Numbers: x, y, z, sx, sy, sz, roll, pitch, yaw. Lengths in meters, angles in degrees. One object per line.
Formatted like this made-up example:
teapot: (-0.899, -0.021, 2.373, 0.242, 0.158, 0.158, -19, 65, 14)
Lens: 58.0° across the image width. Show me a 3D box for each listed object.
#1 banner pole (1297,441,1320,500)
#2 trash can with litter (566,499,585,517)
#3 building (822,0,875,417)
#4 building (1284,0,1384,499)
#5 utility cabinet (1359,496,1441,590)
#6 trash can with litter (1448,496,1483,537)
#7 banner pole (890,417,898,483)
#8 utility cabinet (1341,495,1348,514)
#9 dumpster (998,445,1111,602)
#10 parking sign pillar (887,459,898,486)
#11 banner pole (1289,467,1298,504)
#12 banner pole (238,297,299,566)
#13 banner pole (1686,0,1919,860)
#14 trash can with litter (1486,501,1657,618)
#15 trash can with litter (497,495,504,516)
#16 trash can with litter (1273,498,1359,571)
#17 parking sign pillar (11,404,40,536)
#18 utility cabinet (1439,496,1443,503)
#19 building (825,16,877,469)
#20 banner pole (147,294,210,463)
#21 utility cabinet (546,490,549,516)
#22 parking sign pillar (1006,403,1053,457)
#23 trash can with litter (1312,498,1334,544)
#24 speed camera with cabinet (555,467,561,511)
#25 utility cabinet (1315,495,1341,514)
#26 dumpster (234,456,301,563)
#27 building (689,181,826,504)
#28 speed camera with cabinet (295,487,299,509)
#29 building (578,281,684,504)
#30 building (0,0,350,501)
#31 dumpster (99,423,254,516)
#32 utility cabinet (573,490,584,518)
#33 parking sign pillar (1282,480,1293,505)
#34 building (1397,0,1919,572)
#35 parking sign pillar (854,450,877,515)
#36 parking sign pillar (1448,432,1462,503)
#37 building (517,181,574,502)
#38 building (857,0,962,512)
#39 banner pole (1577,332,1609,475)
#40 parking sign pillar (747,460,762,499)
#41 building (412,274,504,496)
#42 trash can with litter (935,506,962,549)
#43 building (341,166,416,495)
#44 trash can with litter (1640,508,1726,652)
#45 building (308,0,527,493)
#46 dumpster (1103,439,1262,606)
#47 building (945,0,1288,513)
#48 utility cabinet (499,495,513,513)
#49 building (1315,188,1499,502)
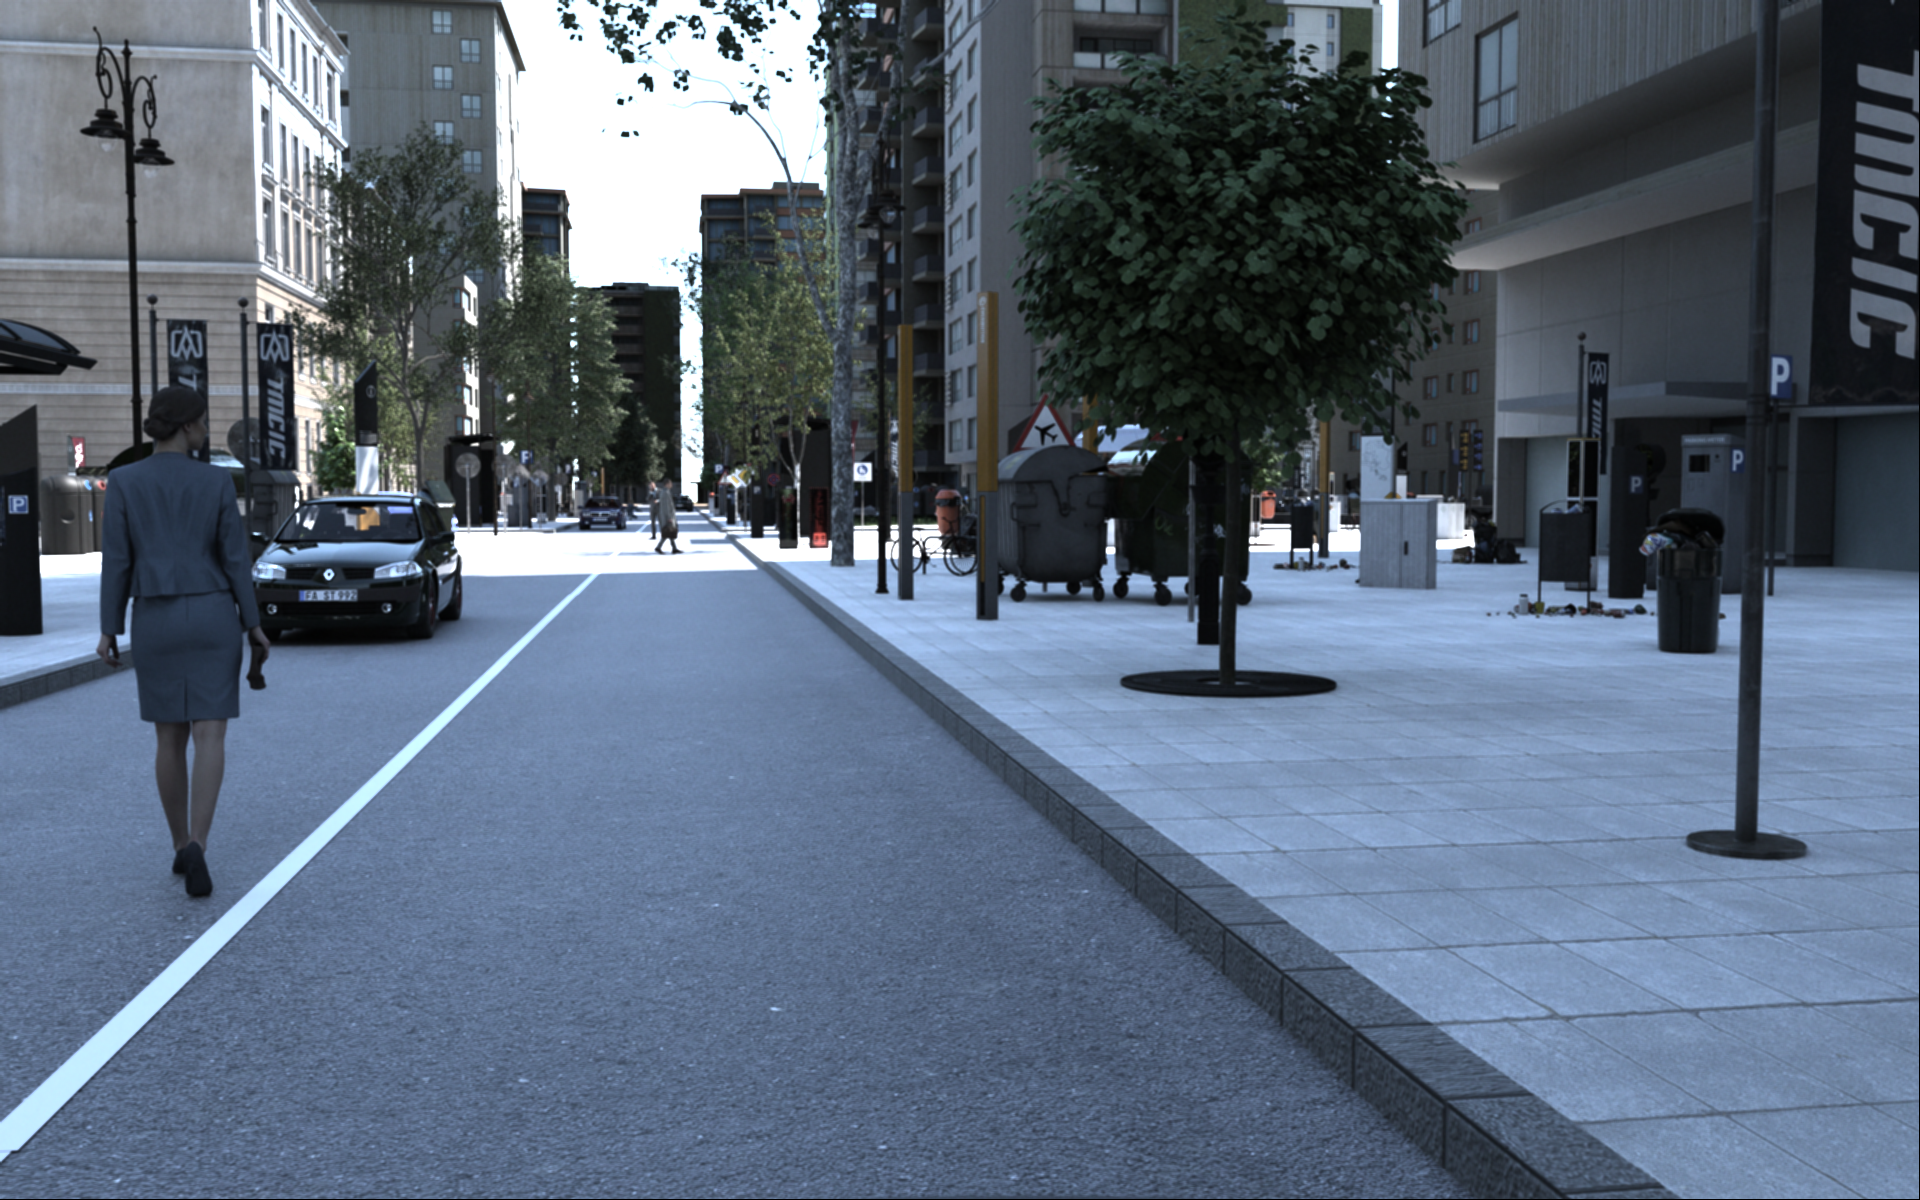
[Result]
banner pole: (16.509, -5.607, 81.689, 0.863, 3.779, 0.401, -2, 4, -33)
trash can with litter: (-21.643, -5.262, 97.424, 0.624, 1.170, 1.055, 2, 4, 25)
building: (-6.242, -53.623, 189.401, 22.319, 86.520, 31.000, -1, 4, -9)
building: (32.193, -40.360, 201.884, 28.212, 58.520, 21.231, -1, 4, -9)
utility cabinet: (5.975, -0.764, 23.646, 1.020, 1.237, 0.306, 3, 5, 41)
trash can with litter: (14.653, -2.498, 51.898, 1.678, 1.210, 2.233, 1, 4, 12)
banner pole: (-1.725, -3.616, 49.143, 0.863, 3.779, 0.401, 3, 4, 37)
utility cabinet: (22.523, -5.537, 101.687, 1.020, 1.237, 0.306, 2, 4, 29)
dumpster: (1.085, -0.949, 21.279, 1.264, 1.857, 1.865, -1, 4, -9)
parking sign pillar: (-3.467, -6.559, 95.704, 1.447, 3.967, 1.447, 1, 4, 15)
banner pole: (20.354, -7.066, 105.545, 0.863, 3.779, 0.401, 0, 4, 6)
banner pole: (-8.948, -1.974, 22.297, 0.863, 3.779, 0.401, -3, 5, -41)
banner pole: (3.052, -0.981, 6.054, 0.863, 3.779, 0.401, 2, 4, 26)
trash can with litter: (6.803, -0.444, 18.323, 2.233, 1.210, 1.678, 1, 4, 23)
trash can with litter: (-27.262, -5.553, 101.854, 1.678, 1.210, 2.233, -1, 4, -15)
trash can with litter: (6.229, -1.147, 29.810, 2.233, 1.210, 1.678, -3, 4, -38)
parking sign pillar: (-28.301, -3.881, 51.919, 1.447, 3.967, 1.447, -1, 4, -16)
utility cabinet: (18.808, -3.559, 69.349, 1.020, 1.237, 0.306, 1, 4, 10)
building: (-4.258, -28.727, 153.275, 14.154, 41.232, 14.086, -1, 4, -9)
banner pole: (-9.890, -1.947, 21.851, 0.863, 3.779, 0.401, -1, 4, -14)
utility cabinet: (-24.368, -5.708, 102.007, 0.318, 1.500, 1.173, 0, 4, 4)
parking sign pillar: (1.999, -3.750, 49.786, 1.447, 3.967, 1.447, 0, 4, -6)
trash can with litter: (9.140, -2.024, 44.478, 0.624, 1.170, 1.055, 2, 4, 33)
speed camera with cabinet: (-29.638, -8.124, 127.166, 0.660, 3.252, 2.038, -1, 4, -11)
utility cabinet: (14.916, -3.632, 70.542, 0.306, 1.237, 1.020, -2, 4, -32)
dumpster: (-11.201, -1.314, 27.242, 1.264, 1.857, 1.865, -1, 4, -9)
building: (-23.906, -36.123, 245.232, 28.867, 44.769, 22.147, -1, 4, -9)
speed camera with cabinet: (-13.709, -2.361, 32.942, 2.038, 3.252, 0.660, -1, 4, -8)
building: (-45.366, -28.565, 238.742, 14.107, 30.474, 14.160, -1, 4, -9)
building: (-37.068, -18.037, 80.815, 13.634, 28.700, 20.117, -1, 4, -9)
dumpster: (-10.516, -1.272, 23.298, 1.502, 2.255, 1.985, -1, 4, -9)
utility cabinet: (-20.260, -5.098, 92.038, 0.318, 1.500, 1.173, -2, 4, -24)
parking sign pillar: (23.692, -8.438, 126.441, 1.447, 3.967, 1.447, -1, 4, -18)
building: (25.730, -26.949, 29.858, 28.713, 52.752, 27.495, -1, 4, -9)
parking sign pillar: (-5.772, -7.122, 104.912, 1.447, 3.967, 1.447, -3, 5, -40)
parking sign pillar: (21.536, -5.314, 75.358, 1.447, 3.967, 1.447, 1, 4, 23)
building: (-67.971, -35.653, 237.548, 28.867, 44.769, 22.147, -1, 4, -9)
building: (4.548, -28.383, 118.693, 22.147, 44.769, 28.867, -1, 4, -9)
banner pole: (9.803, -2.261, 26.979, 0.863, 3.779, 0.401, -2, 4, -29)
parking sign pillar: (-12.214, -7.070, 104.073, 1.447, 3.967, 1.447, 3, 4, 39)
building: (-54.908, -18.567, 148.616, 27.650, 21.520, 28.899, -1, 4, -9)
trash can with litter: (-0.266, -1.775, 40.404, 0.624, 1.170, 1.055, 0, 3, 0)
building: (-41.916, -17.672, 108.018, 14.460, 24.649, 34.723, -1, 4, -9)
trash can with litter: (5.992, -0.179, 14.313, 0.624, 1.170, 1.055, 2, 4, 27)
building: (-60.988, -36.381, 184.065, 27.495, 52.752, 28.713, -1, 4, -9)
dumpster: (2.607, -1.110, 20.637, 1.502, 2.255, 1.985, -1, 4, -9)
building: (7.081, -24.554, 85.058, 14.086, 41.232, 14.154, -1, 4, -9)
utility cabinet: (-31.069, -6.587, 118.852, 1.020, 1.237, 0.306, 1, 4, 12)
building: (38.669, -15.372, 96.378, 28.899, 21.520, 27.650, -1, 4, -9)
